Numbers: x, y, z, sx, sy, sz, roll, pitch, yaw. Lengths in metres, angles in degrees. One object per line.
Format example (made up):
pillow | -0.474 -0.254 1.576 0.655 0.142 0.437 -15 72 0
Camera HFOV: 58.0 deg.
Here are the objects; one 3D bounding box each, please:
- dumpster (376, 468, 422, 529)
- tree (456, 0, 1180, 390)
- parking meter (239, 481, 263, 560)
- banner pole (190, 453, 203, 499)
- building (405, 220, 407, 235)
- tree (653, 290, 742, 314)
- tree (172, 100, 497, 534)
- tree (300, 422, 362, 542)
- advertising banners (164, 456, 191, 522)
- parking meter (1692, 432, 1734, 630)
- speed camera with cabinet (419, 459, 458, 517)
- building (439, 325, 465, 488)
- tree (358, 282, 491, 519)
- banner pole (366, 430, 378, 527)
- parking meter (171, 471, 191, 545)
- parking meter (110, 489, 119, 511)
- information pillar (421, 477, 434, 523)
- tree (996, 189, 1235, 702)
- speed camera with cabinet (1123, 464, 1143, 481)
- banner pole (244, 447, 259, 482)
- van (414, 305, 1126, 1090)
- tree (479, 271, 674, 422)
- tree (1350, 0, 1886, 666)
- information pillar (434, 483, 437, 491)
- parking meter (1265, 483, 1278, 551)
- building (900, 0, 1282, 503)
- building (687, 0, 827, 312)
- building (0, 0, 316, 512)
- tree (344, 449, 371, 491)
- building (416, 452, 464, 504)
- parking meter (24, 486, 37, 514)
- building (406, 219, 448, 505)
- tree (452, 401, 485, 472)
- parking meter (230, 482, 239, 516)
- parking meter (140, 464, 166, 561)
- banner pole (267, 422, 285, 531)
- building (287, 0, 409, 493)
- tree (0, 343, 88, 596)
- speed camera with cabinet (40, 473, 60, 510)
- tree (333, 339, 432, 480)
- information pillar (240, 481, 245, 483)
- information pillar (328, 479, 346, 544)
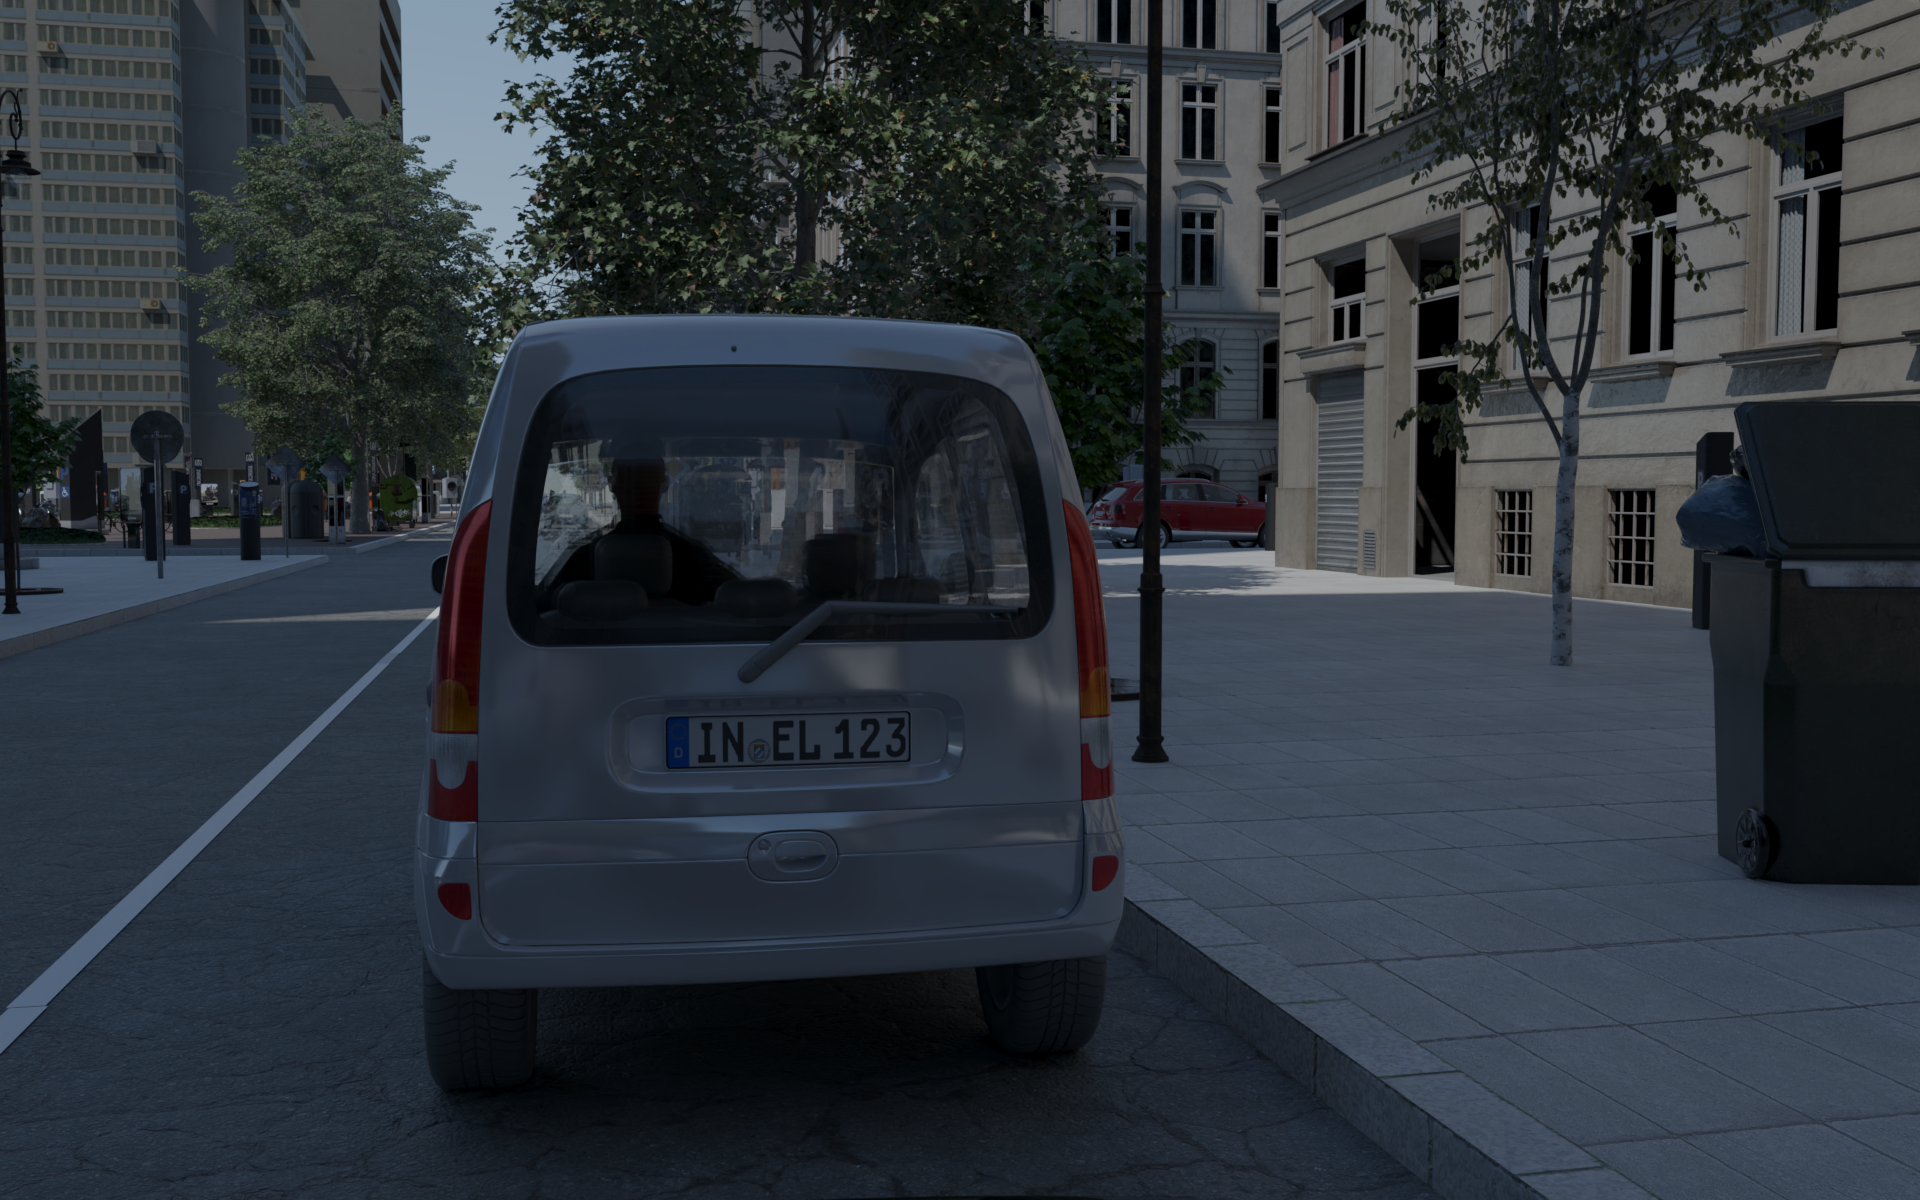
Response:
dumpster | -21.034 -3.818 64.921 1.502 2.255 1.985 -1 4 -13
tree | -1.976 -6.446 22.397 9.611 12.733 9.660 0 3 0
parking meter | -13.769 -1.539 33.581 0.372 1.533 0.369 0 3 0
banner pole | -46.162 -7.012 104.660 0.863 3.779 0.401 -3 4 -36
building | -60.011 -23.983 163.823 14.160 30.474 14.107 -1 4 -13
tree | -8.474 -7.322 54.132 7.601 10.594 8.767 -3 5 -42
tree | -19.368 -9.082 55.138 9.857 13.997 8.962 0 3 0
tree | -16.881 -3.192 46.795 1.663 3.219 1.824 0 3 0
advertising banners | -35.262 -5.014 78.162 0.090 3.025 2.074 1 4 8
parking meter | 7.159 -0.658 16.473 0.255 1.863 0.399 1 4 8
speed camera with cabinet | -29.504 -6.337 97.944 2.038 3.252 0.660 -3 5 -39
building | -81.963 -29.887 260.348 14.160 30.474 14.107 -1 4 -13
tree | -27.616 -10.486 89.567 7.486 12.596 7.792 0 3 0
banner pole | -22.859 -4.725 67.275 0.401 3.779 0.863 1 4 15
parking meter | -19.583 -2.315 43.559 0.255 1.863 0.399 2 4 32
parking meter | -45.883 -5.235 94.004 0.372 1.533 0.369 0 3 0
information pillar | -23.396 -4.365 75.860 0.304 2.012 0.304 1 4 9
tree | 0.916 -1.008 11.078 1.663 3.219 1.824 0 3 0
speed camera with cabinet | 6.211 -3.700 54.828 2.038 3.252 0.660 0 4 -2
banner pole | -37.305 -6.206 91.477 0.863 3.779 0.401 -3 4 -36
van | -0.743 0.083 5.651 2.013 2.044 4.112 -1 4 -11
tree | -15.462 -10.318 79.071 12.009 13.543 11.850 0 3 0
tree | 4.663 -3.826 12.923 4.360 8.622 3.978 0 3 0
information pillar | -33.437 -6.450 109.944 0.304 2.012 0.304 2 4 35
parking meter | 7.071 -1.875 39.062 0.372 1.533 0.369 0 3 0
building | 15.429 -15.026 64.752 34.723 24.649 14.460 -1 4 -13
building | -16.832 -28.514 149.790 14.154 41.232 14.086 -1 4 -13
building | -59.665 -26.305 121.966 32.217 40.220 23.993 -1 4 -13
tree | -38.742 -7.796 111.175 4.285 4.588 4.351 0 3 0
building | -83.256 -24.005 237.518 27.650 21.520 28.899 -1 4 -13
parking meter | -37.373 -3.909 69.628 0.399 1.863 0.255 1 4 9
building | -79.853 -31.728 210.641 32.217 40.220 23.993 -1 4 -13
tree | -34.254 -10.507 122.149 4.737 8.622 4.395 0 3 0
parking meter | -35.211 -4.794 84.089 0.255 1.863 0.399 -3 5 -44
parking meter | -15.512 -1.686 33.280 0.399 1.863 0.255 -2 4 -33
banner pole | -23.546 -4.269 59.820 0.401 3.779 0.863 3 5 40
building | -58.592 -31.903 145.310 21.300 48.544 21.600 -1 4 -13
tree | -12.008 -1.690 22.231 1.663 3.219 1.824 0 3 0
speed camera with cabinet | -52.667 -6.482 100.323 2.038 3.252 0.660 3 5 45
tree | -23.247 -7.347 70.491 4.360 8.622 3.978 0 3 0
information pillar | -38.835 -5.476 94.032 0.304 2.012 0.304 1 4 13
information pillar | -15.964 -2.438 44.354 0.304 2.012 0.304 3 4 37
